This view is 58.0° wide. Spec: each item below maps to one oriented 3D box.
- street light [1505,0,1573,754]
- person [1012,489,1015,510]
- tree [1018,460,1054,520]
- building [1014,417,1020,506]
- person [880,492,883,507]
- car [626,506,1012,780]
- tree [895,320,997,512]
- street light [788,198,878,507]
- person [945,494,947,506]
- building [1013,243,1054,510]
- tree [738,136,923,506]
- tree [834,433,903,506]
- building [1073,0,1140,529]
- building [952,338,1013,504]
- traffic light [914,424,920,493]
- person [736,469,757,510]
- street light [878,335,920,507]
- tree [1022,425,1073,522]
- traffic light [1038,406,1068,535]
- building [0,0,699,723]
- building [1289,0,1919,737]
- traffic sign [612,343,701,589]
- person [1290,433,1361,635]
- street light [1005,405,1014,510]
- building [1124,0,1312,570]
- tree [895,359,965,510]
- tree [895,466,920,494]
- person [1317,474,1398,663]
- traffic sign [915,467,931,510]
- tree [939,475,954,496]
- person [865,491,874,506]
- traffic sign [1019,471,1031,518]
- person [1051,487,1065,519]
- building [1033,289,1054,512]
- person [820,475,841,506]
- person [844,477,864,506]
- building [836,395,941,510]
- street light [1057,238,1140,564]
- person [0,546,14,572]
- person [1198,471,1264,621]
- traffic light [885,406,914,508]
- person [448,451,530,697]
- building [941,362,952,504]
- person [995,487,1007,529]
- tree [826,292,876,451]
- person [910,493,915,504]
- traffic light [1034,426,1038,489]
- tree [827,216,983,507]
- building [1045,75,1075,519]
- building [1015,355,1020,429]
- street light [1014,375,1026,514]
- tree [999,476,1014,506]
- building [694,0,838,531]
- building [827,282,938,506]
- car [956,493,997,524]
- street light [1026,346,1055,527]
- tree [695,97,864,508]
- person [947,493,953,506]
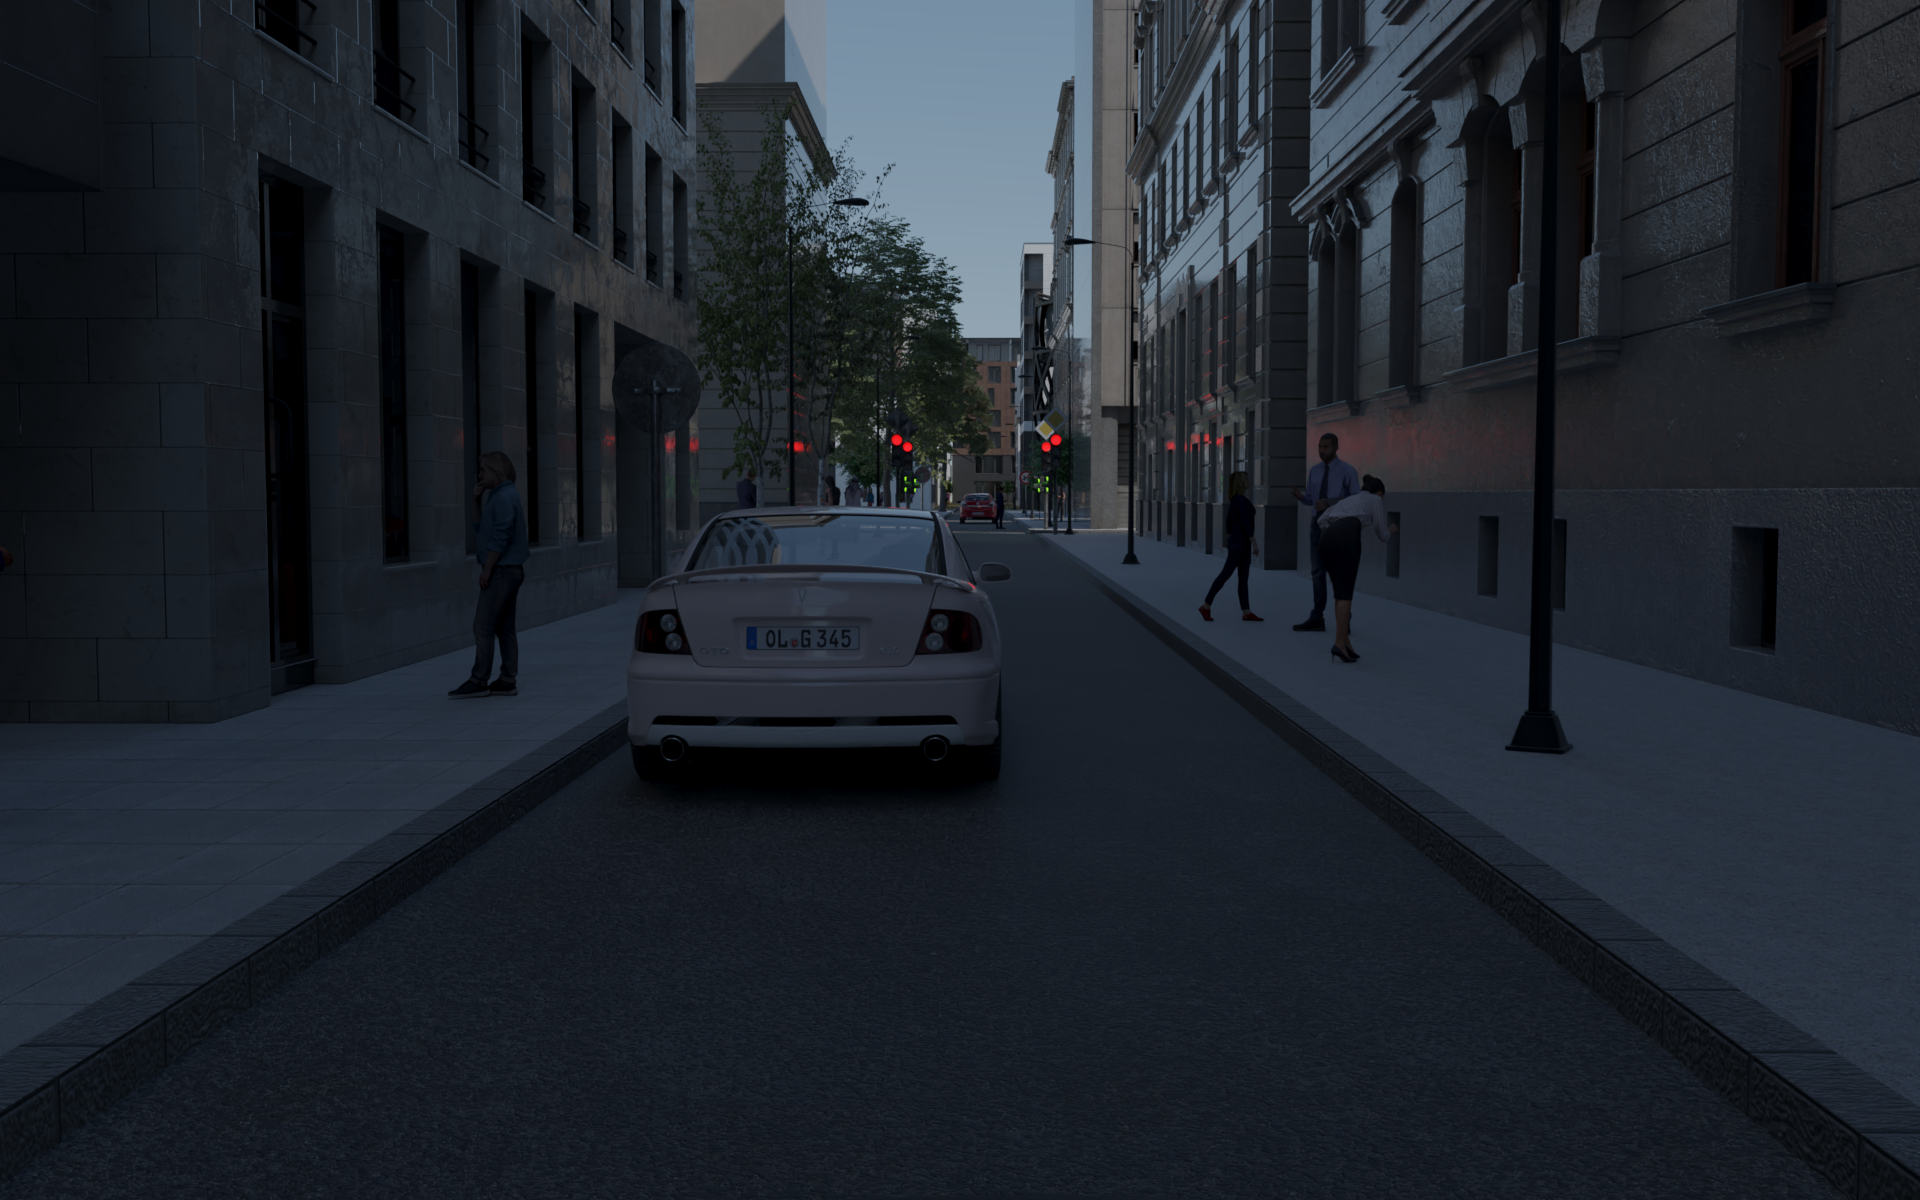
[{"bbox_3d":[2.371,-2.202,8.545,1.470,5.913,1.316,0,4,1],"label":"street light"},{"bbox_3d":[4.351,-8.325,142.877,0.721,1.735,1.217,0,4,-1],"label":"person"},{"bbox_3d":[3.913,-5.500,84.528,1.663,3.219,1.824,0,3,0],"label":"tree"},{"bbox_3d":[10.720,-15.045,188.135,9.099,9.664,28.070,0,4,1],"label":"building"},{"bbox_3d":[-4.929,-6.025,107.792,0.421,1.427,0.697,-1,4,-16],"label":"person"},{"bbox_3d":[-0.719,0.140,10.077,2.083,1.381,4.827,0,4,0],"label":"car"},{"bbox_3d":[-1.049,-13.317,125.159,7.806,13.903,7.818,0,3,0],"label":"tree"},{"bbox_3d":[-2.120,-3.349,27.305,1.470,5.913,1.316,0,4,1],"label":"street light"},{"bbox_3d":[-1.557,-10.676,181.379,0.721,1.735,1.217,1,4,17],"label":"person"},{"bbox_3d":[19.321,-19.149,157.062,27.936,21.610,32.646,0,4,1],"label":"building"},{"bbox_3d":[-2.897,-5.268,36.499,4.360,8.622,3.978,0,3,0],"label":"tree"},{"bbox_3d":[-4.592,-6.311,86.895,4.285,4.588,4.351,0,3,0],"label":"tree"},{"bbox_3d":[14.754,-15.298,68.152,19.932,24.808,12.078,0,4,1],"label":"building"},{"bbox_3d":[15.344,-24.007,236.492,32.646,21.610,27.936,0,4,1],"label":"building"},{"bbox_3d":[-1.865,-4.498,62.793,0.839,4.213,0.868,0,4,1],"label":"traffic light"},{"bbox_3d":[-3.933,-1.581,32.349,0.683,1.767,0.568,2,4,35],"label":"person"},{"bbox_3d":[-1.863,-4.789,50.835,1.470,5.913,1.316,0,4,1],"label":"street light"},{"bbox_3d":[4.565,-5.850,79.353,4.285,4.588,4.351,0,3,0],"label":"tree"},{"bbox_3d":[3.001,-4.007,54.766,0.839,4.213,0.868,0,4,1],"label":"traffic light"},{"bbox_3d":[-9.263,-9.955,17.508,10.420,20.320,16.860,0,4,1],"label":"building"},{"bbox_3d":[11.351,-13.923,15.027,14.401,28.519,23.554,0,4,1],"label":"building"},{"bbox_3d":[-2.567,-0.888,14.629,0.768,2.556,0.104,0,4,5],"label":"traffic sign"},{"bbox_3d":[3.309,-0.609,15.867,0.599,1.838,0.709,-3,5,-43],"label":"person"},{"bbox_3d":[3.250,-7.219,90.574,1.470,5.913,1.316,0,4,1],"label":"street light"},{"bbox_3d":[10.903,-14.869,40.367,12.463,27.353,25.104,0,4,1],"label":"building"},{"bbox_3d":[-1.953,-8.724,93.005,4.737,8.622,4.395,0,3,0],"label":"tree"},{"bbox_3d":[-2.951,-6.542,101.562,1.663,3.219,1.824,0,3,0],"label":"tree"},{"bbox_3d":[3.075,-0.253,13.372,0.628,1.438,0.799,1,4,11],"label":"person"},{"bbox_3d":[-1.753,-4.950,81.045,0.768,2.556,0.104,0,4,1],"label":"traffic sign"},{"bbox_3d":[-1.055,-10.763,170.570,1.663,3.219,1.824,0,3,0],"label":"tree"},{"bbox_3d":[-6.113,-6.716,117.550,0.593,1.614,0.444,1,4,23],"label":"person"},{"bbox_3d":[3.601,-5.748,94.093,0.768,2.556,0.104,0,4,4],"label":"traffic sign"},{"bbox_3d":[5.139,-5.008,89.389,0.593,1.643,0.415,1,4,15],"label":"person"},{"bbox_3d":[13.806,-15.977,128.683,16.820,18.784,16.811,0,4,1],"label":"building"},{"bbox_3d":[-2.532,-1.612,33.871,0.415,1.643,0.593,-1,4,-19],"label":"person"},{"bbox_3d":[-2.892,-2.483,47.312,0.551,1.740,0.621,-1,4,-9],"label":"person"},{"bbox_3d":[-6.586,-12.869,152.556,9.099,9.664,28.070,0,4,1],"label":"building"},{"bbox_3d":[2.587,-3.610,31.566,1.470,5.913,1.316,0,4,1],"label":"street light"},{"bbox_3d":[-3.750,0.128,6.322,0.453,1.535,0.546,-1,4,-19],"label":"person"},{"bbox_3d":[2.745,-0.543,17.469,0.613,1.512,0.480,-1,4,-11],"label":"person"},{"bbox_3d":[-1.961,-4.010,54.809,0.839,4.213,0.868,0,4,1],"label":"traffic light"},{"bbox_3d":[-2.942,-0.165,10.959,0.429,1.552,0.499,1,4,16],"label":"person"},{"bbox_3d":[-6.910,-22.853,230.064,11.380,20.091,16.016,0,4,1],"label":"building"},{"bbox_3d":[1.716,-3.778,70.970,0.504,1.737,0.576,-3,4,-36],"label":"person"},{"bbox_3d":[-8.360,-11.787,100.148,7.806,13.903,7.818,0,3,0],"label":"tree"},{"bbox_3d":[-3.764,-7.509,132.052,0.697,1.427,0.421,-1,4,-9],"label":"person"},{"bbox_3d":[3.096,-4.496,62.750,0.839,4.213,0.868,0,4,1],"label":"traffic light"},{"bbox_3d":[-2.657,-9.366,71.255,7.486,12.596,7.792,0,3,0],"label":"tree"},{"bbox_3d":[11.628,-18.611,101.560,12.463,27.353,25.104,0,4,1],"label":"building"},{"bbox_3d":[14.636,-21.470,207.459,16.016,20.091,11.380,0,4,1],"label":"building"},{"bbox_3d":[2.960,-5.811,67.543,1.470,5.913,1.316,0,4,1],"label":"street light"},{"bbox_3d":[5.405,-12.652,201.468,1.663,3.219,1.824,0,3,0],"label":"tree"},{"bbox_3d":[-16.211,-15.308,47.542,25.104,27.353,12.463,0,4,1],"label":"building"},{"bbox_3d":[-16.652,-20.745,183.152,27.936,21.610,32.646,0,4,1],"label":"building"},{"bbox_3d":[0.894,-4.612,84.454,2.155,1.783,4.494,0,4,1],"label":"car"},{"bbox_3d":[2.920,-5.018,54.587,1.470,5.913,1.316,0,4,1],"label":"street light"},{"bbox_3d":[-3.878,-4.958,31.431,4.737,8.622,4.395,0,3,0],"label":"tree"},{"bbox_3d":[-1.273,-11.348,192.257,1.217,1.739,0.721,-2,4,-33],"label":"person"}]
